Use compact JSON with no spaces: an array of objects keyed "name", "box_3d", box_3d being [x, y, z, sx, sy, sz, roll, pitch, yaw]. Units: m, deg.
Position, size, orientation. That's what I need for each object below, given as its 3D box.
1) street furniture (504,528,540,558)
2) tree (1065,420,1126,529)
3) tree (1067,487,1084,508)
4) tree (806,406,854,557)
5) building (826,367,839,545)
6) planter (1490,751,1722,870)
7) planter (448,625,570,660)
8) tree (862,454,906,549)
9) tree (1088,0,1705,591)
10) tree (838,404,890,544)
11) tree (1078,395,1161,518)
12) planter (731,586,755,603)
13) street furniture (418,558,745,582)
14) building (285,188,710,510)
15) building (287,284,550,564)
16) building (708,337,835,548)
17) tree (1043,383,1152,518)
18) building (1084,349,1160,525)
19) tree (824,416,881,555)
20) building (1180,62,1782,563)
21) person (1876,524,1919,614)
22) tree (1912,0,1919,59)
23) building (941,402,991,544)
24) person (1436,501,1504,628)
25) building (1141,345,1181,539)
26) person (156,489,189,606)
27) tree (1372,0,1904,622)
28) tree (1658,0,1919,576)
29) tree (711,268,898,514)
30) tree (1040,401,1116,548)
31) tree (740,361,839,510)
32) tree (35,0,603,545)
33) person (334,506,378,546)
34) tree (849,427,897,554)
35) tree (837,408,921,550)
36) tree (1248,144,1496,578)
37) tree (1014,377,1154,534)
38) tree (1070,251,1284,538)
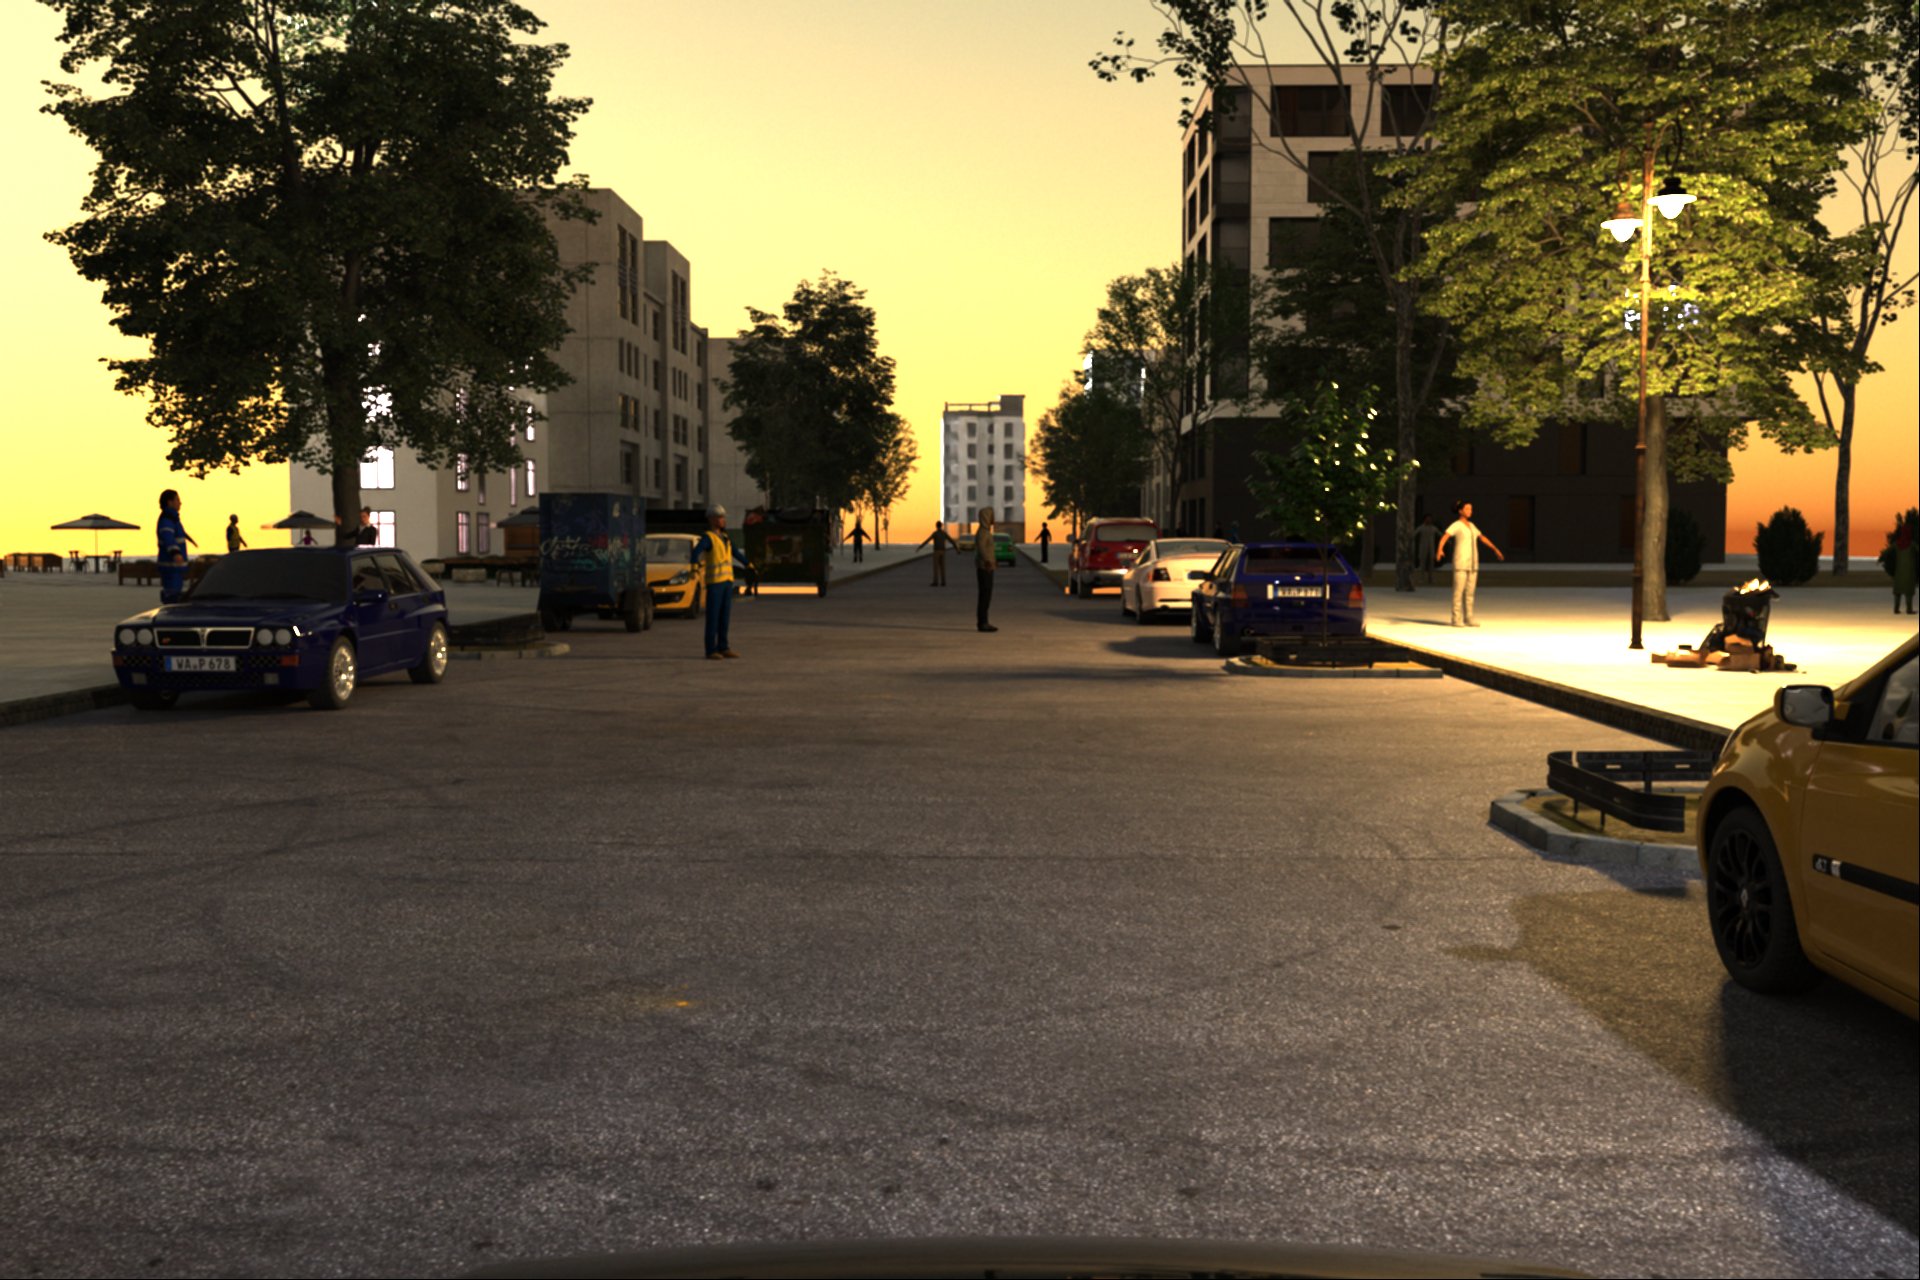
[{"name":"street furniture","box_3d":[-11.956,-3.334,61.360,9.812,1.723,11.010,0,4,-7]},{"name":"tree","box_3d":[8.156,-9.691,108.813,4.360,8.622,3.978,0,3,0]},{"name":"tree","box_3d":[17.383,-18.803,233.185,9.928,11.665,9.643,0,3,0]},{"name":"tree","box_3d":[-6.951,-8.929,96.355,4.360,8.622,3.978,0,3,0]},{"name":"building","box_3d":[-19.795,-20.721,195.213,16.016,20.090,11.380,0,4,1]},{"name":"planter","box_3d":[3.644,0.787,8.279,1.991,0.319,1.994,0,4,1]},{"name":"planter","box_3d":[-5.780,0.025,20.730,1.991,0.319,1.994,0,4,1]},{"name":"tree","box_3d":[-6.379,-11.901,144.938,4.737,8.622,4.395,0,3,0]},{"name":"tree","box_3d":[9.089,-11.076,36.976,12.611,20.169,13.585,0,3,0]},{"name":"tree","box_3d":[-15.591,-23.260,236.194,12.611,20.169,13.585,0,3,0]},{"name":"tree","box_3d":[8.024,-8.525,89.740,4.737,8.622,4.395,0,3,0]},{"name":"planter","box_3d":[-5.442,-0.970,36.996,1.991,0.319,1.994,0,4,2]},{"name":"street furniture","box_3d":[-11.120,-1.970,47.832,10.072,0.657,5.734,0,4,8]},{"name":"building","box_3d":[-25.994,-14.572,104.707,16.747,18.905,31.486,0,4,1]},{"name":"building","box_3d":[-21.651,-7.971,72.481,9.099,9.664,28.070,0,4,2]},{"name":"building","box_3d":[-22.551,-18.675,171.795,16.747,18.905,31.486,0,4,2]},{"name":"tree","box_3d":[9.429,-11.779,118.337,9.928,11.665,9.643,0,3,0]},{"name":"building","box_3d":[28.709,-22.250,207.768,27.936,21.610,32.646,0,4,1]},{"name":"tree","box_3d":[-7.048,-9.464,105.094,4.737,8.622,4.395,0,3,0]},{"name":"building","box_3d":[25.431,-15.161,91.862,27.936,21.610,32.646,0,4,1]},{"name":"person","box_3d":[15.233,-1.141,27.861,0.599,1.438,0.989,-3,4,-36]},{"name":"tree","box_3d":[9.475,-6.273,9.216,9.857,13.997,8.962,0,3,0]},{"name":"building","box_3d":[-2.177,-23.248,238.974,11.380,20.090,16.016,0,4,-2]},{"name":"person","box_3d":[6.988,-1.041,23.793,1.217,1.739,0.721,-2,4,-29]},{"name":"building","box_3d":[27.569,-18.608,170.705,16.747,18.905,31.486,0,4,1]},{"name":"person","box_3d":[-9.570,-0.925,21.107,0.704,1.831,1.345,-1,4,-22]},{"name":"tree","box_3d":[9.817,-6.546,25.148,7.486,12.596,7.792,0,3,0]},{"name":"tree","box_3d":[27.743,-12.130,54.214,12.611,20.169,13.585,0,3,0]},{"name":"tree","box_3d":[-7.396,-10.898,84.837,9.857,13.997,8.962,0,3,0]},{"name":"tree","box_3d":[10.118,-14.042,147.713,7.486,12.596,7.792,0,3,0]},{"name":"tree","box_3d":[-7.482,-7.513,73.198,4.360,8.622,3.978,0,3,0]},{"name":"tree","box_3d":[-11.092,-7.592,30.786,9.857,13.997,8.962,0,3,0]},{"name":"person","box_3d":[-9.750,-1.290,27.934,0.742,1.727,0.445,0,4,-4]},{"name":"tree","box_3d":[-6.808,-9.966,113.312,4.360,8.622,3.978,0,3,0]},{"name":"tree","box_3d":[-6.633,-12.851,135.864,9.928,11.665,9.643,0,3,0]},{"name":"tree","box_3d":[12.225,-8.140,51.215,7.486,12.596,7.792,0,3,0]},{"name":"tree","box_3d":[9.229,-13.518,131.381,12.009,13.543,11.850,0,3,0]},{"name":"tree","box_3d":[7.961,-8.411,63.278,9.928,11.665,9.643,0,3,0]}]
